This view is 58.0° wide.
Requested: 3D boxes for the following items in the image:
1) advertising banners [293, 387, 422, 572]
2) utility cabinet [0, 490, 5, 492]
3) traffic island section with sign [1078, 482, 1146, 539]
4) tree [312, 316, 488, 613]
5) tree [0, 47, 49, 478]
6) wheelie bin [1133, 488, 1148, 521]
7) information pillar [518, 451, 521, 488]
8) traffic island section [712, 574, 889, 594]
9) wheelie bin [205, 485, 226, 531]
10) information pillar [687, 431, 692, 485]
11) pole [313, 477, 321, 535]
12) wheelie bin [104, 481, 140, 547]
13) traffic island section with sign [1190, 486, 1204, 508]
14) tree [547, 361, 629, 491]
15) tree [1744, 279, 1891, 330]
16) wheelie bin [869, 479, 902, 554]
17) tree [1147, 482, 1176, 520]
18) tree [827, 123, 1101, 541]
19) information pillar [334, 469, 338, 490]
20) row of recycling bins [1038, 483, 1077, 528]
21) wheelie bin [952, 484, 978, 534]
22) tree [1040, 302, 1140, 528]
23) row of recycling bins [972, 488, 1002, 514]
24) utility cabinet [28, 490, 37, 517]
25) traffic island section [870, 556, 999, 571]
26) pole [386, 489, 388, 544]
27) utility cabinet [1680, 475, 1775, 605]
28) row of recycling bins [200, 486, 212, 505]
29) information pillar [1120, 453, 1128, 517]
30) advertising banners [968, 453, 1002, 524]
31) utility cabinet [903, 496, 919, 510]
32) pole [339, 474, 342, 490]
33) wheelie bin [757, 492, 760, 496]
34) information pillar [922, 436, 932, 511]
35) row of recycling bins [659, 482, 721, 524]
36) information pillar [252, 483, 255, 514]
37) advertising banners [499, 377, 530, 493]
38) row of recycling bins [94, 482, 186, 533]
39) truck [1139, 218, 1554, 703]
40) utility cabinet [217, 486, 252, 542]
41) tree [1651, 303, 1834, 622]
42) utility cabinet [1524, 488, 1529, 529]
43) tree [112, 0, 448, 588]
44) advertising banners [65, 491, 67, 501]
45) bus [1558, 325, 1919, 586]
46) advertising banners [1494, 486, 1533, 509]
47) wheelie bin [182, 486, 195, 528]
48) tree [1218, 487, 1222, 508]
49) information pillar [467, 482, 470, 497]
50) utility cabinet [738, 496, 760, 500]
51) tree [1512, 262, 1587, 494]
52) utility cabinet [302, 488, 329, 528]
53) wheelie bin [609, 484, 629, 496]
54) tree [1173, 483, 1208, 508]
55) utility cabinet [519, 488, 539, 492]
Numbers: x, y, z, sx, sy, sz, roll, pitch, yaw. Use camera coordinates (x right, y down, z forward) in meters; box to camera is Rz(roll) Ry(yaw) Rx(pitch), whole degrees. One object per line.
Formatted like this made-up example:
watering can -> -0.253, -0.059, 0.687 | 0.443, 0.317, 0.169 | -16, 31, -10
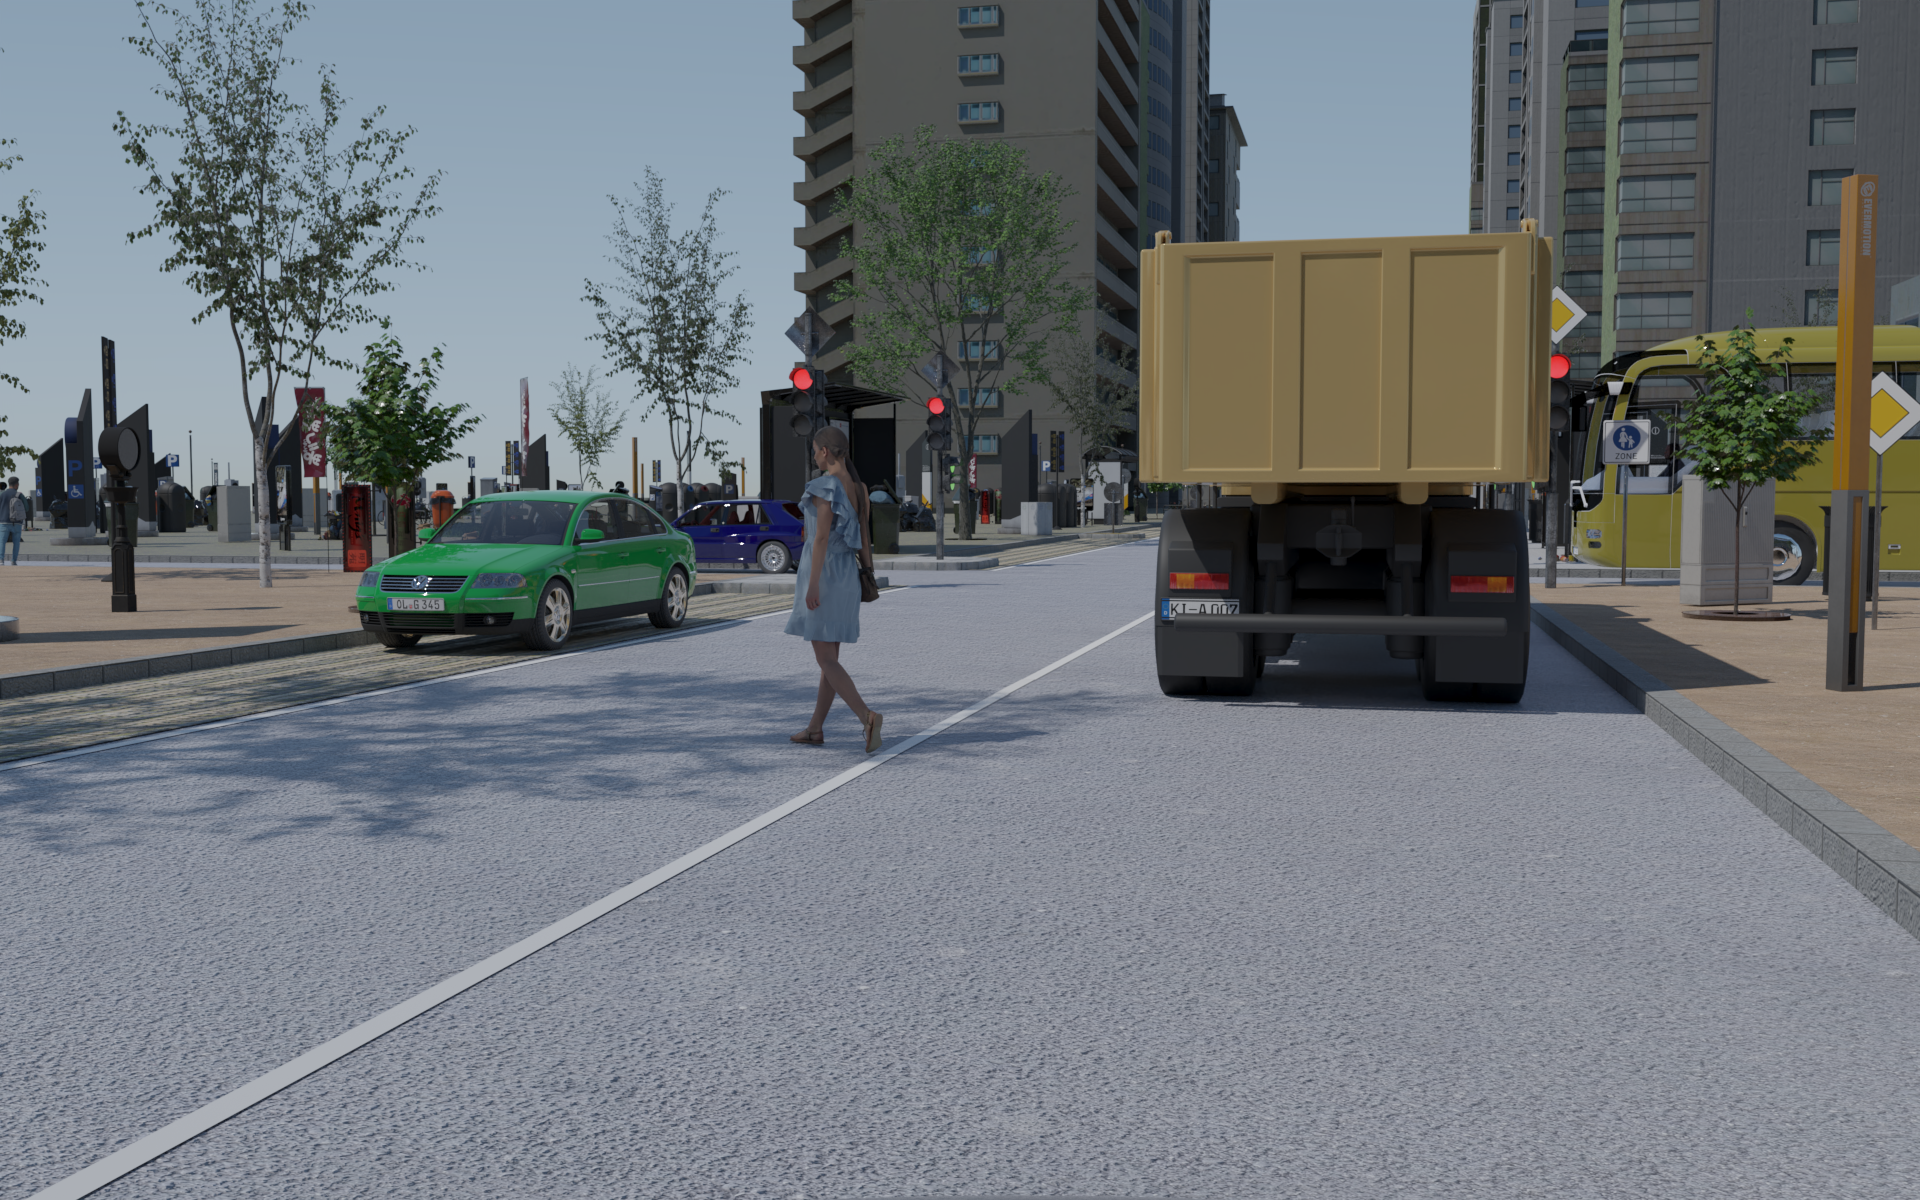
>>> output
advertising banners -> -9.832, -1.962, 28.271 | 2.074, 3.025, 0.090 | 0, 4, 4
utility cabinet -> -54.508, -5.517, 98.886 | 0.318, 1.500, 1.173 | 1, 4, 9
traffic island section with sign -> 4.957, -2.898, 56.018 | 1.989, 1.847, 2.006 | 1, 4, 14
tree -> -6.321, -1.493, 19.014 | 1.663, 3.219, 1.824 | 0, 3, 0
tree -> -15.554, -4.617, 25.848 | 4.737, 8.622, 4.395 | 0, 3, 0
wheelie bin -> 8.539, -4.528, 81.941 | 0.693, 1.594, 0.980 | 0, 4, -4
information pillar -> -23.482, -6.216, 92.983 | 0.504, 3.616, 0.183 | 0, 4, 8
traffic island section -> -2.281, -0.232, 26.073 | 2.009, 0.180, 2.903 | 1, 4, 14
wheelie bin -> -25.562, -3.177, 59.856 | 0.693, 1.594, 0.980 | 1, 4, 20
information pillar -> -9.982, -4.433, 63.836 | 0.183, 3.616, 0.504 | -1, 4, -19
pole -> -20.283, -3.714, 54.567 | 0.158, 3.312, 0.155 | 0, 3, 0
wheelie bin -> -20.245, -2.077, 41.873 | 0.693, 1.594, 0.980 | -3, 5, -43
traffic island section with sign -> 11.271, -4.501, 82.226 | 1.989, 1.847, 2.006 | 1, 4, 14
tree -> -20.932, -8.958, 96.827 | 4.737, 8.622, 4.395 | 0, 3, 0
tree -> 28.648, -6.646, 59.026 | 4.360, 8.622, 3.978 | 0, 3, 0
wheelie bin -> -1.594, -1.783, 37.059 | 0.693, 1.594, 0.980 | 0, 4, -2
tree -> 9.889, -5.676, 87.401 | 1.663, 3.219, 1.824 | 0, 3, 0
tree -> 0.142, -7.484, 48.116 | 9.928, 11.665, 9.643 | 0, 3, 0
information pillar -> -37.241, -6.850, 103.347 | 0.183, 3.616, 0.504 | 0, 4, -5
row of recycling bins -> 3.760, -3.641, 66.648 | 1.069, 1.692, 3.534 | 1, 4, 19
wheelie bin -> 0.170, -2.924, 55.716 | 0.693, 1.594, 0.980 | -2, 4, -28
tree -> 4.929, -7.067, 65.908 | 4.360, 8.622, 3.978 | 0, 3, 0
row of recycling bins -> 2.126, -6.273, 109.668 | 3.534, 1.692, 1.069 | 2, 4, 30
utility cabinet -> -50.314, -5.270, 94.850 | 1.173, 1.500, 0.318 | -3, 5, -45
traffic island section -> -0.408, -0.707, 33.836 | 2.009, 0.180, 2.903 | 1, 4, 14
pole -> -14.758, -3.118, 44.825 | 0.158, 3.312, 0.155 | 0, 3, 0
utility cabinet -> 8.867, -0.691, 19.979 | 1.173, 1.500, 0.318 | -2, 4, -26
row of recycling bins -> -37.193, -4.854, 86.482 | 1.069, 1.692, 3.534 | -1, 4, -14
information pillar -> 9.342, -6.576, 98.880 | 0.504, 3.616, 0.183 | 1, 4, 18
advertising banners -> 1.106, -4.752, 73.878 | 2.074, 3.025, 0.090 | 3, 5, 40
utility cabinet -> -1.751, -3.090, 61.679 | 0.306, 1.237, 1.020 | -1, 4, -19
pole -> -43.526, -7.822, 121.737 | 0.158, 3.312, 0.155 | 0, 3, 0
wheelie bin -> -7.438, -3.587, 66.559 | 0.693, 1.594, 0.980 | -2, 4, -30
information pillar -> -1.245, -4.559, 65.894 | 0.183, 3.616, 0.504 | -3, 5, -41
row of recycling bins -> -9.574, -3.321, 61.411 | 1.069, 1.692, 3.534 | 2, 4, 24
information pillar -> -46.338, -6.687, 113.829 | 0.304, 2.012, 0.304 | 0, 4, -6
advertising banners -> -6.902, -1.874, 26.833 | 0.090, 3.025, 2.074 | -2, 4, -26
row of recycling bins -> -27.460, -3.061, 57.158 | 3.534, 1.692, 1.069 | -3, 4, -36
truck -> 3.473, -1.206, 15.644 | 3.469, 3.379, 9.791 | 1, 4, 13
utility cabinet -> -19.390, -2.298, 46.251 | 0.318, 1.500, 1.173 | 0, 4, 6
tree -> 7.994, -1.412, 17.690 | 1.663, 3.219, 1.824 | 0, 3, 0
utility cabinet -> 20.373, -3.369, 63.758 | 0.318, 1.500, 1.173 | -2, 4, -31
tree -> -9.372, -4.466, 23.376 | 4.360, 8.622, 3.978 | 0, 3, 0
advertising banners -> -51.371, -6.305, 99.272 | 2.074, 3.025, 0.090 | -3, 5, -43
bus -> 15.248, -2.074, 25.460 | 12.252, 3.916, 2.896 | 1, 4, 12
advertising banners -> 22.602, -4.519, 70.078 | 2.074, 3.025, 0.090 | 1, 4, 20
wheelie bin -> -29.430, -3.536, 65.723 | 0.693, 1.594, 0.980 | -2, 4, -35
tree -> 17.321, -10.158, 116.452 | 4.737, 8.622, 4.395 | 0, 3, 0
information pillar -> -29.484, -6.114, 104.460 | 0.304, 2.012, 0.304 | 2, 4, 34
utility cabinet -> -5.932, -2.337, 49.368 | 0.306, 1.237, 1.020 | -3, 5, -44
tree -> 16.647, -6.221, 52.073 | 4.360, 8.622, 3.978 | 0, 3, 0
utility cabinet -> -24.394, -3.455, 65.167 | 0.318, 1.500, 1.173 | 3, 5, 40
wheelie bin -> -10.784, -2.867, 54.778 | 0.693, 1.594, 0.980 | -1, 4, -12
tree -> 12.898, -7.025, 98.579 | 4.285, 4.588, 4.351 | 0, 3, 0
utility cabinet -> -16.707, -3.520, 66.239 | 1.173, 1.500, 0.318 | 0, 4, -3
